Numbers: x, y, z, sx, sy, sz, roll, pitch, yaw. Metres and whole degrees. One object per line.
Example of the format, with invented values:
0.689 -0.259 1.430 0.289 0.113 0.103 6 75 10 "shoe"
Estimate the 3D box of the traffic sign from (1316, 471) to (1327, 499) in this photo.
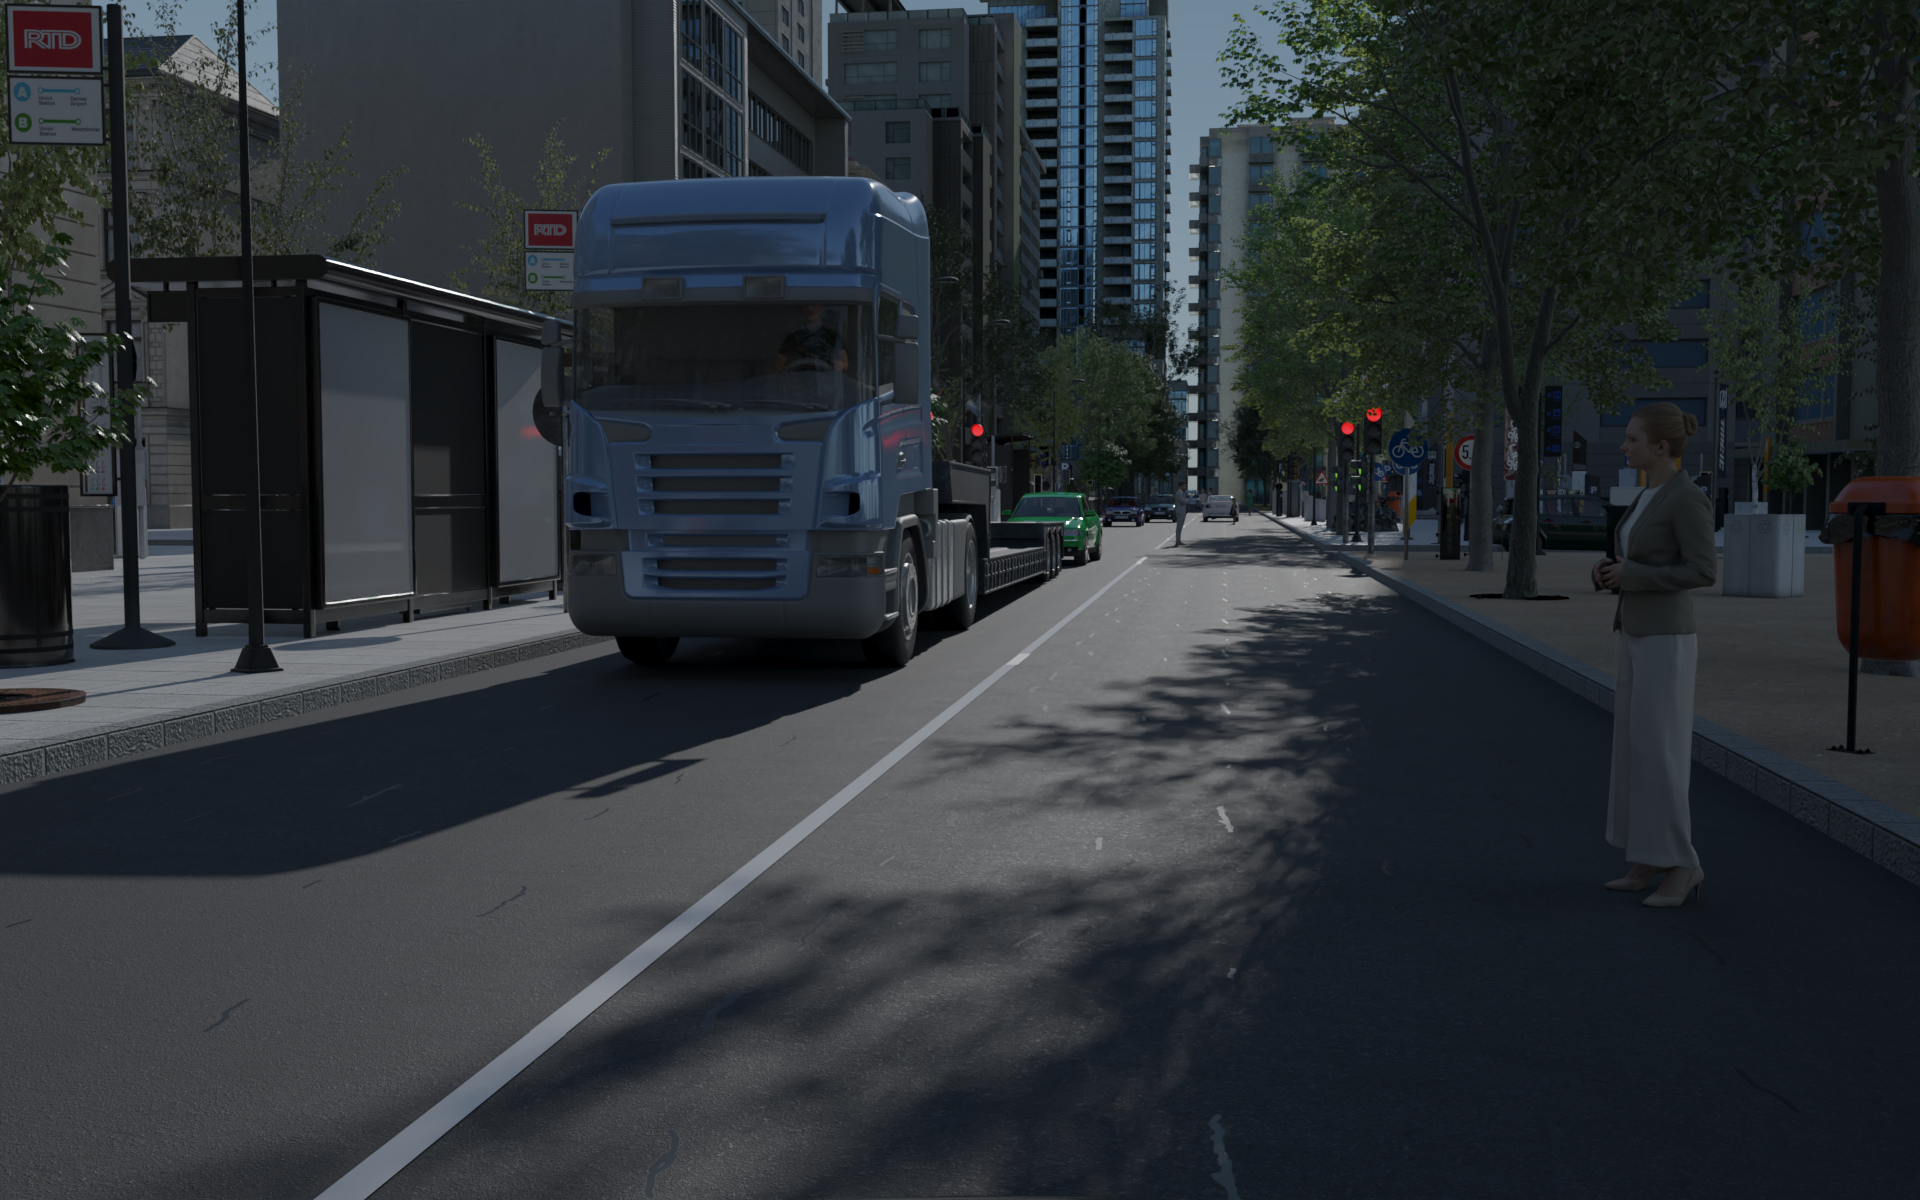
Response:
19.810 -5.803 94.876 0.884 2.594 0.081 1 4 17 "traffic sign"

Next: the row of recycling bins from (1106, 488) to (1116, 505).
9.467 -6.453 112.617 1.069 1.692 3.534 0 4 -5 "row of recycling bins"

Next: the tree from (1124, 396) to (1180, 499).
19.515 -16.072 180.910 7.486 12.596 7.792 0 3 0 "tree"

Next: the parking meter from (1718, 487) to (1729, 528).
29.323 -3.557 66.567 0.372 1.533 0.369 0 3 0 "parking meter"

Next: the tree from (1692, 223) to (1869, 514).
21.140 -5.823 45.561 4.737 8.622 4.395 0 3 0 "tree"

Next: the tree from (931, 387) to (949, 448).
-1.872 -3.105 34.479 4.285 4.588 4.351 0 3 0 "tree"

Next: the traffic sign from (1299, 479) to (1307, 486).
21.669 -6.754 110.427 0.884 2.594 0.081 1 4 15 "traffic sign"

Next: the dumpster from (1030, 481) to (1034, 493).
2.801 -4.213 74.641 1.264 1.857 1.865 1 4 8 "dumpster"

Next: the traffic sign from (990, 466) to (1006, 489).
1.390 -3.758 63.565 0.606 2.300 0.079 1 4 17 "traffic sign"

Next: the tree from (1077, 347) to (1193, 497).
13.483 -13.366 135.546 9.611 12.733 9.660 0 3 0 "tree"

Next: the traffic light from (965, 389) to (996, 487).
0.529 -3.521 46.484 0.839 4.253 0.868 1 4 9 "traffic light"

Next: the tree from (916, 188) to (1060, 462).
-0.335 -7.245 52.873 8.767 10.594 7.601 -3 5 -43 "tree"

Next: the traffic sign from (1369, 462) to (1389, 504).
17.064 -4.332 70.839 0.884 2.594 0.081 1 4 13 "traffic sign"

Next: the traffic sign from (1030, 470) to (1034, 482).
3.471 -5.427 88.838 0.768 2.556 0.104 1 4 17 "traffic sign"

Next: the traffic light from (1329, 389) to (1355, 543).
10.032 -3.433 45.051 0.839 4.253 0.868 1 4 9 "traffic light"

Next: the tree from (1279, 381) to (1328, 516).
20.361 -9.291 102.267 4.737 8.622 4.395 0 3 0 "tree"

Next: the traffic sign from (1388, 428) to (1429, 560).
8.655 -2.044 33.526 0.768 2.556 0.104 1 4 10 "traffic sign"

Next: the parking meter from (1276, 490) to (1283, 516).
18.358 -5.574 99.543 0.372 1.533 0.369 0 3 0 "parking meter"

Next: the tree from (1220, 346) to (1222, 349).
13.313 -8.897 63.600 7.486 12.596 7.792 0 3 0 "tree"

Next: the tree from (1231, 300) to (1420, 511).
17.107 -8.787 78.088 7.601 10.594 8.767 0 4 -4 "tree"

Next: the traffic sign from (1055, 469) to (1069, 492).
4.239 -4.268 71.918 0.606 2.300 0.079 1 4 9 "traffic sign"

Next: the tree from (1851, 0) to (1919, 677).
6.274 -5.746 12.071 7.486 12.596 7.792 0 3 0 "tree"

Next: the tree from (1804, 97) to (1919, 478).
16.663 -4.831 29.344 4.360 8.622 3.978 0 3 0 "tree"

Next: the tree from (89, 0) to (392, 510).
-10.443 -4.557 24.874 4.360 8.622 3.978 0 3 0 "tree"

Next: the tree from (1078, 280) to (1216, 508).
17.466 -18.058 151.142 12.611 20.169 13.585 0 3 0 "tree"

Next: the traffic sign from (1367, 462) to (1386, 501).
16.770 -4.267 69.870 0.768 2.556 0.104 1 4 10 "traffic sign"

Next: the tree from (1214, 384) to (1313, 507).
30.451 -16.064 173.009 12.009 13.543 11.850 0 3 0 "tree"

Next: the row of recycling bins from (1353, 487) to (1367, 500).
21.489 -5.293 93.652 1.069 1.692 3.534 1 4 10 "row of recycling bins"

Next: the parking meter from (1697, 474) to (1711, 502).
21.071 -2.656 49.143 0.399 1.863 0.255 1 4 20 "parking meter"

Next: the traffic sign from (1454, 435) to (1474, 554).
10.982 -2.268 37.180 0.768 2.556 0.104 1 4 18 "traffic sign"

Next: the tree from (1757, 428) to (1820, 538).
24.600 -3.466 51.267 1.663 3.219 1.824 0 3 0 "tree"

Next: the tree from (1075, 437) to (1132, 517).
8.193 -7.044 98.876 4.285 4.588 4.351 0 3 0 "tree"

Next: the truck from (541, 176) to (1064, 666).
-0.643 -1.937 21.432 2.967 4.110 18.799 0 4 8 "truck"

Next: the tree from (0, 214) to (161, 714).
-5.819 -0.960 10.291 1.663 3.219 1.824 0 3 0 "tree"

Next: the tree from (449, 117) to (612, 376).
-8.530 -5.151 34.585 4.360 8.622 3.978 0 3 0 "tree"

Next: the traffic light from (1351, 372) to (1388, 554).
8.825 -2.950 37.157 0.839 4.253 0.868 1 4 9 "traffic light"

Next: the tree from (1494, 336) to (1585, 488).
23.442 -7.409 71.505 4.737 8.622 4.395 0 3 0 "tree"

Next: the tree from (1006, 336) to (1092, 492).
4.302 -8.018 81.453 4.737 8.622 4.395 0 3 0 "tree"

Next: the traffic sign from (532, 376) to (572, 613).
-4.254 -1.136 18.673 0.768 2.556 0.104 1 4 11 "traffic sign"

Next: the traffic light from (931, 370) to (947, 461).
-0.679 -3.038 38.590 0.839 4.253 0.868 1 4 9 "traffic light"

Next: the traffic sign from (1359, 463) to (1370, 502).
16.815 -4.361 71.405 0.768 2.556 0.104 1 4 17 "traffic sign"

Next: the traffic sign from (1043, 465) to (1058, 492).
4.048 -4.682 76.658 0.768 2.556 0.104 1 4 15 "traffic sign"

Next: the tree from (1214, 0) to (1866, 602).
6.770 -5.808 20.710 9.928 11.665 9.643 0 3 0 "tree"

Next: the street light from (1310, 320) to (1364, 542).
10.070 -4.505 46.203 1.470 5.913 1.316 1 4 9 "street light"

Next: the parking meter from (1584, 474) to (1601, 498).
18.271 -2.712 50.059 0.399 1.863 0.255 0 4 -1 "parking meter"

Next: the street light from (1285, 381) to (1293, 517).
13.946 -6.007 70.755 1.470 5.913 1.316 1 4 9 "street light"

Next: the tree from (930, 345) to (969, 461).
-1.696 -8.181 84.128 4.737 8.622 4.395 0 3 0 "tree"

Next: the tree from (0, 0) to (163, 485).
-10.963 -4.206 19.125 4.737 8.622 4.395 0 3 0 "tree"

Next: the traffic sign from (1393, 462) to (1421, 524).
12.368 -2.929 47.989 0.768 2.556 0.104 1 4 16 "traffic sign"

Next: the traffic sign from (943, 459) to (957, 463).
-0.403 -3.793 62.122 0.768 2.556 0.104 1 4 14 "traffic sign"
